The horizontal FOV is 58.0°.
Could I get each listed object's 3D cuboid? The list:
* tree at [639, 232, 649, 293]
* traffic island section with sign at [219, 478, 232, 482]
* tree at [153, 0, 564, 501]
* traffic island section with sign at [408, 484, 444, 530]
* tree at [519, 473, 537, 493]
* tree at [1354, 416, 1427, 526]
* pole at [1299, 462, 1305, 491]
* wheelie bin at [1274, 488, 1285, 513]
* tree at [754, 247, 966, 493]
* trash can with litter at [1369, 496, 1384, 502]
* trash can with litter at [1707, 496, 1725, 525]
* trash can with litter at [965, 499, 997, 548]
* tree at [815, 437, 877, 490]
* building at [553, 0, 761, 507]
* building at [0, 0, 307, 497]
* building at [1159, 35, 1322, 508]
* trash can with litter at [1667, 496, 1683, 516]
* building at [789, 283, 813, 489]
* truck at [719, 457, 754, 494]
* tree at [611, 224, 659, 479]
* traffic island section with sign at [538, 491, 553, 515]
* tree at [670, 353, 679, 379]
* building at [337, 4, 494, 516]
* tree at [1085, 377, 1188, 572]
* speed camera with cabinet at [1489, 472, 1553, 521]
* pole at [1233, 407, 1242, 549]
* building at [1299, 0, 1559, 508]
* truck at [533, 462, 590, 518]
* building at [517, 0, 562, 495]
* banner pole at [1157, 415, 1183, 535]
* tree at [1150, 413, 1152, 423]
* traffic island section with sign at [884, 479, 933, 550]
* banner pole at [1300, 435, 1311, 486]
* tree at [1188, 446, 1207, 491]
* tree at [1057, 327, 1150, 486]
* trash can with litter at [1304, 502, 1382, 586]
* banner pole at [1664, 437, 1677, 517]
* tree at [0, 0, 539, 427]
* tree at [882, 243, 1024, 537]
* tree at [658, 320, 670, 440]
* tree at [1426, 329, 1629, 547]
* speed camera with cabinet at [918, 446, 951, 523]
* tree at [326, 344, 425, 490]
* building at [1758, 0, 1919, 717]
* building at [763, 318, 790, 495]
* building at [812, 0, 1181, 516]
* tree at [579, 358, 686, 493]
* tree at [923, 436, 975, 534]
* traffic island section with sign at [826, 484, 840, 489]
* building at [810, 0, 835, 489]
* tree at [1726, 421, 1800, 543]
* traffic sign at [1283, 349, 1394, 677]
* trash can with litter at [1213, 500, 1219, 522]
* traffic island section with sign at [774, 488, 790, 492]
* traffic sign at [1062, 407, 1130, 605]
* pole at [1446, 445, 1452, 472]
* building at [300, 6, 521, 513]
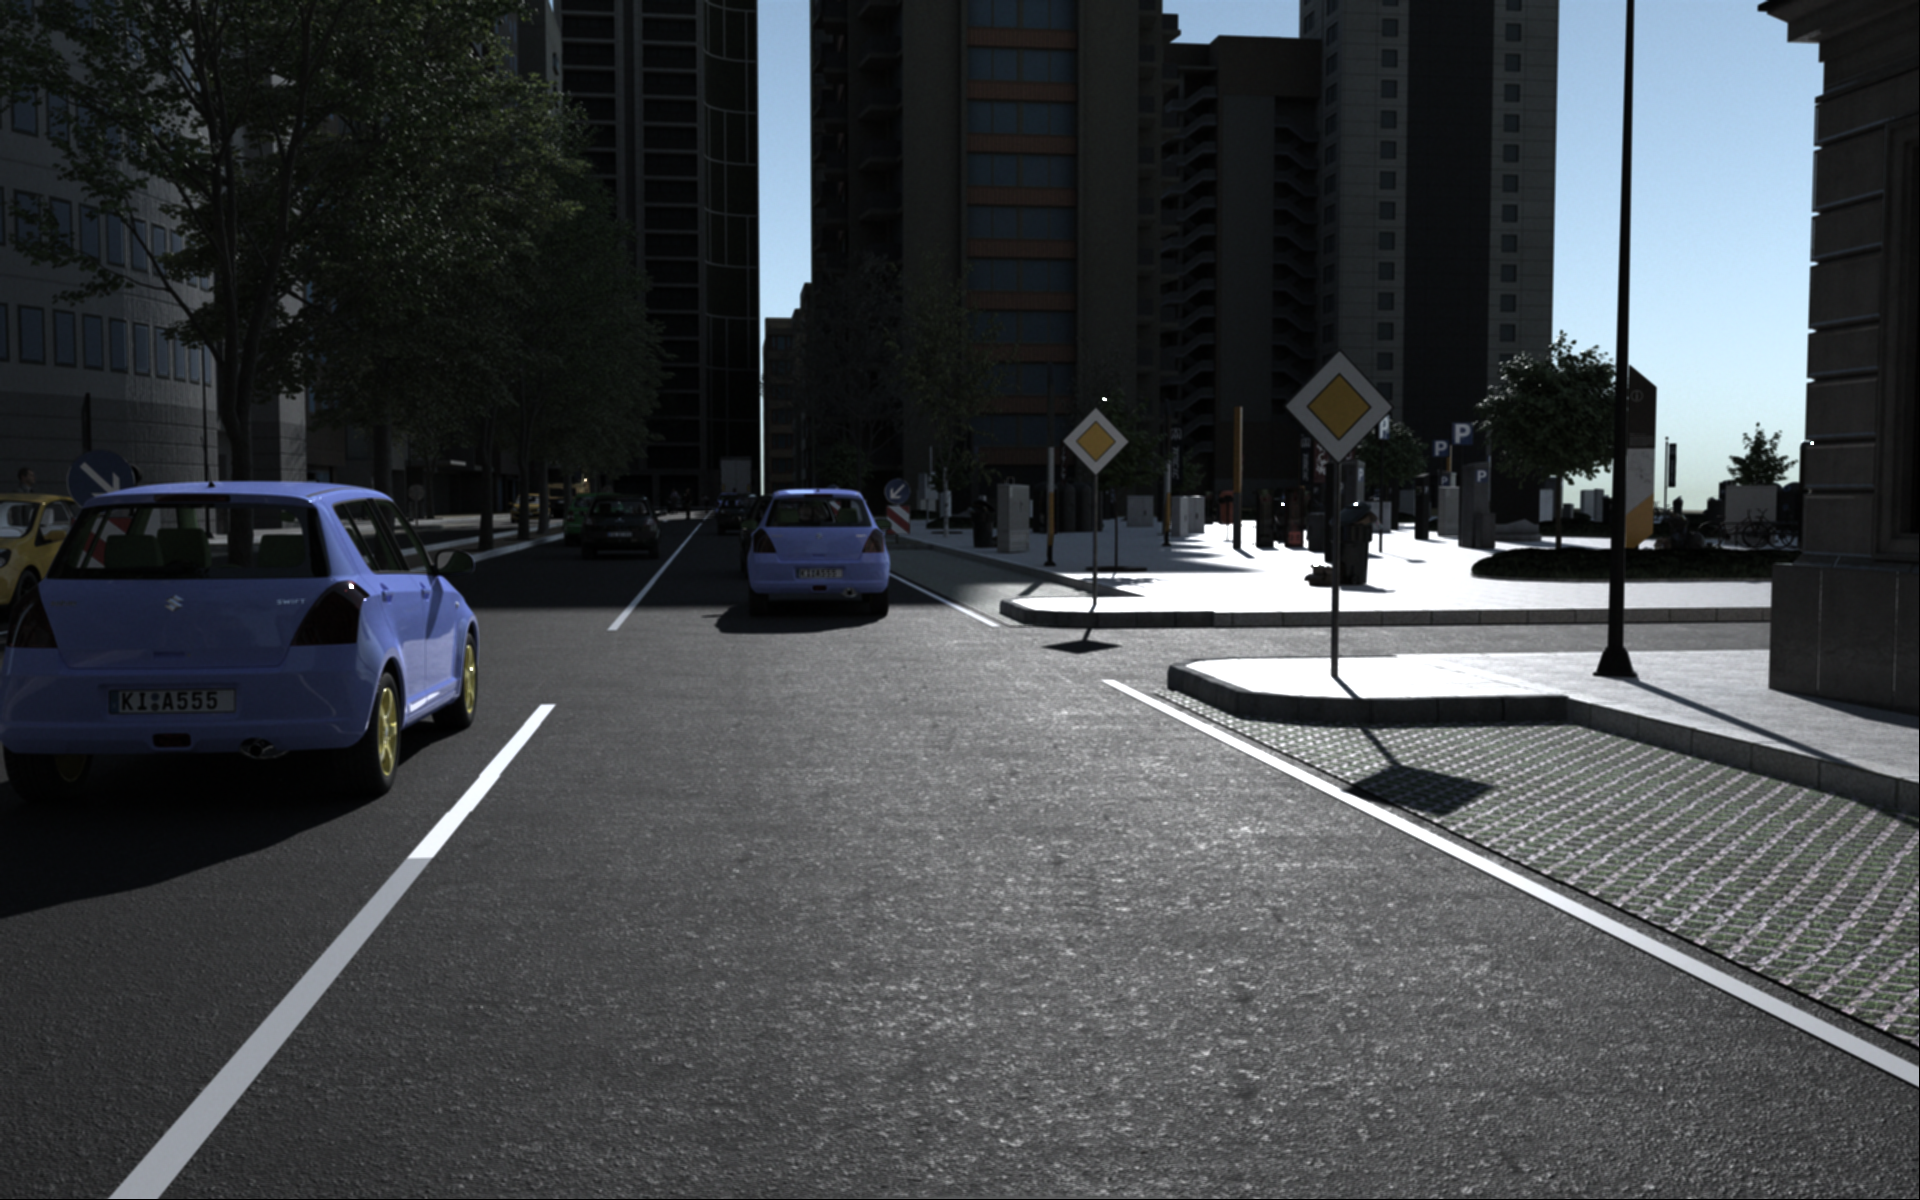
[{"bbox_3d":[-11.690,-7.004,42.735,9.928,11.665,9.643,0,3,0],"label":"tree"},{"bbox_3d":[-18.374,-2.118,43.261,1.989,1.847,2.006,0,4,-8],"label":"traffic island section with sign"},{"bbox_3d":[-10.655,-6.790,31.606,7.486,12.596,7.792,0,3,0],"label":"tree"},{"bbox_3d":[-21.978,-3.752,69.976,1.989,1.847,2.006,0,4,-8],"label":"traffic island section with sign"},{"bbox_3d":[-34.488,-8.756,137.767,1.663,3.219,1.824,0,3,0],"label":"tree"},{"bbox_3d":[17.454,-5.331,70.883,4.285,4.588,4.351,0,3,0],"label":"tree"},{"bbox_3d":[13.018,-4.408,65.915,0.158,3.312,0.155,0,3,0],"label":"pole"},{"bbox_3d":[16.746,-5.053,90.519,0.693,1.594,0.980,-2,4,-35],"label":"wheelie bin"},{"bbox_3d":[-4.889,-10.697,85.263,12.009,13.543,11.850,0,3,0],"label":"tree"},{"bbox_3d":[13.870,-2.961,59.466,2.233,1.210,1.678,0,4,-4],"label":"trash can with litter"},{"bbox_3d":[23.770,-2.716,55.458,2.233,1.210,1.678,1,4,17],"label":"trash can with litter"},{"bbox_3d":[0.682,-1.853,41.683,0.624,1.170,1.055,3,5,44],"label":"trash can with litter"},{"bbox_3d":[-6.298,-6.908,96.664,4.285,4.588,4.351,0,3,0],"label":"tree"},{"bbox_3d":[-31.761,-45.629,184.286,20.611,71.187,20.563,0,4,-8],"label":"building"},{"bbox_3d":[-34.215,-31.144,51.206,21.231,58.520,28.212,0,4,-8],"label":"building"},{"bbox_3d":[25.445,-31.658,167.721,14.200,45.320,14.600,0,4,-8],"label":"building"},{"bbox_3d":[41.709,-5.497,101.266,1.055,1.170,0.624,1,4,20],"label":"trash can with litter"},{"bbox_3d":[-0.910,-19.139,157.964,27.650,21.520,28.899,0,4,-8],"label":"building"},{"bbox_3d":[-17.539,-8.990,135.901,2.839,4.237,11.283,0,4,-7],"label":"truck"},{"bbox_3d":[-14.962,-8.625,61.610,7.486,12.596,7.792,0,3,0],"label":"tree"},{"bbox_3d":[-28.576,-6.735,118.742,1.989,1.847,2.006,0,4,-8],"label":"traffic island section with sign"},{"bbox_3d":[-16.377,-9.548,76.700,7.486,12.596,7.792,0,3,0],"label":"tree"},{"bbox_3d":[-43.570,-31.411,102.816,28.713,52.752,27.495,0,4,-8],"label":"building"},{"bbox_3d":[2.577,-2.092,28.805,1.663,3.219,1.824,0,3,0],"label":"tree"},{"bbox_3d":[18.491,-3.843,57.175,2.038,3.252,0.660,0,4,-5],"label":"speed camera with cabinet"},{"bbox_3d":[6.482,-2.850,40.444,0.158,3.312,0.155,0,3,0],"label":"pole"},{"bbox_3d":[43.020,-44.562,166.843,20.611,71.187,20.563,0,4,-8],"label":"building"},{"bbox_3d":[-24.090,-6.780,106.770,3.469,3.379,9.791,0,4,-7],"label":"truck"},{"bbox_3d":[-47.054,-32.477,154.698,21.600,48.544,21.300,0,4,-8],"label":"building"},{"bbox_3d":[6.647,-3.951,54.611,0.863,3.779,0.401,2,4,24],"label":"banner pole"},{"bbox_3d":[8.098,-8.828,94.692,4.360,8.622,3.978,0,3,0],"label":"tree"},{"bbox_3d":[-1.805,-2.230,45.096,1.989,1.847,2.006,0,4,-8],"label":"traffic island section with sign"},{"bbox_3d":[12.939,-4.535,64.164,0.863,3.779,0.401,3,5,40],"label":"banner pole"},{"bbox_3d":[7.542,-3.958,59.317,1.663,3.219,1.824,0,3,0],"label":"tree"},{"bbox_3d":[6.251,-7.737,76.870,4.360,8.622,3.978,0,3,0],"label":"tree"},{"bbox_3d":[5.390,-0.796,24.402,1.055,1.170,0.624,-3,4,-37],"label":"trash can with litter"},{"bbox_3d":[30.984,-5.237,75.639,0.401,3.779,0.863,-1,4,-16],"label":"banner pole"},{"bbox_3d":[-9.347,-5.757,22.342,9.928,11.665,9.643,0,3,0],"label":"tree"},{"bbox_3d":[-0.356,-6.141,50.765,4.737,8.622,4.395,0,3,0],"label":"tree"},{"bbox_3d":[-15.807,-9.086,69.136,7.486,12.596,7.792,0,3,0],"label":"tree"},{"bbox_3d":[11.982,-3.115,34.649,4.285,4.588,4.351,0,3,0],"label":"tree"},{"bbox_3d":[-0.748,-4.781,72.511,2.038,3.252,0.660,-2,4,-33],"label":"speed camera with cabinet"},{"bbox_3d":[-25.247,-7.629,75.094,4.360,8.622,3.978,0,3,0],"label":"tree"},{"bbox_3d":[11.211,-8.432,2.494,10.561,19.102,19.286,0,4,-8],"label":"building"},{"bbox_3d":[-7.084,-21.272,192.837,28.899,21.520,27.650,0,4,-8],"label":"building"},{"bbox_3d":[1.746,-28.065,113.491,22.147,44.769,28.867,0,4,-8],"label":"building"},{"bbox_3d":[-17.660,-9.060,85.004,8.767,10.594,7.601,0,4,-8],"label":"tree"},{"bbox_3d":[-0.529,-3.777,56.363,1.663,3.219,1.824,0,3,0],"label":"tree"},{"bbox_3d":[-5.411,-3.864,71.809,1.989,1.847,2.006,0,4,-8],"label":"traffic island section with sign"},{"bbox_3d":[-4.643,-27.607,134.970,14.154,41.232,14.086,0,4,-8],"label":"building"},{"bbox_3d":[21.281,-3.160,46.263,1.663,3.219,1.824,0,3,0],"label":"tree"},{"bbox_3d":[2.632,-0.519,12.124,0.795,2.450,0.064,0,4,-8],"label":"traffic sign"},{"bbox_3d":[11.602,-4.096,78.362,1.055,1.170,0.624,3,5,43],"label":"trash can with litter"},{"bbox_3d":[-15.726,-8.532,148.121,1.989,1.847,2.006,0,4,-8],"label":"traffic island section with sign"},{"bbox_3d":[1.562,-1.003,20.037,0.795,2.450,0.064,0,4,-8],"label":"traffic sign"},{"bbox_3d":[20.305,-4.778,71.966,0.158,3.312,0.155,0,3,0],"label":"pole"},{"bbox_3d":[-39.611,-29.040,124.914,14.600,45.320,14.200,0,4,-8],"label":"building"}]
